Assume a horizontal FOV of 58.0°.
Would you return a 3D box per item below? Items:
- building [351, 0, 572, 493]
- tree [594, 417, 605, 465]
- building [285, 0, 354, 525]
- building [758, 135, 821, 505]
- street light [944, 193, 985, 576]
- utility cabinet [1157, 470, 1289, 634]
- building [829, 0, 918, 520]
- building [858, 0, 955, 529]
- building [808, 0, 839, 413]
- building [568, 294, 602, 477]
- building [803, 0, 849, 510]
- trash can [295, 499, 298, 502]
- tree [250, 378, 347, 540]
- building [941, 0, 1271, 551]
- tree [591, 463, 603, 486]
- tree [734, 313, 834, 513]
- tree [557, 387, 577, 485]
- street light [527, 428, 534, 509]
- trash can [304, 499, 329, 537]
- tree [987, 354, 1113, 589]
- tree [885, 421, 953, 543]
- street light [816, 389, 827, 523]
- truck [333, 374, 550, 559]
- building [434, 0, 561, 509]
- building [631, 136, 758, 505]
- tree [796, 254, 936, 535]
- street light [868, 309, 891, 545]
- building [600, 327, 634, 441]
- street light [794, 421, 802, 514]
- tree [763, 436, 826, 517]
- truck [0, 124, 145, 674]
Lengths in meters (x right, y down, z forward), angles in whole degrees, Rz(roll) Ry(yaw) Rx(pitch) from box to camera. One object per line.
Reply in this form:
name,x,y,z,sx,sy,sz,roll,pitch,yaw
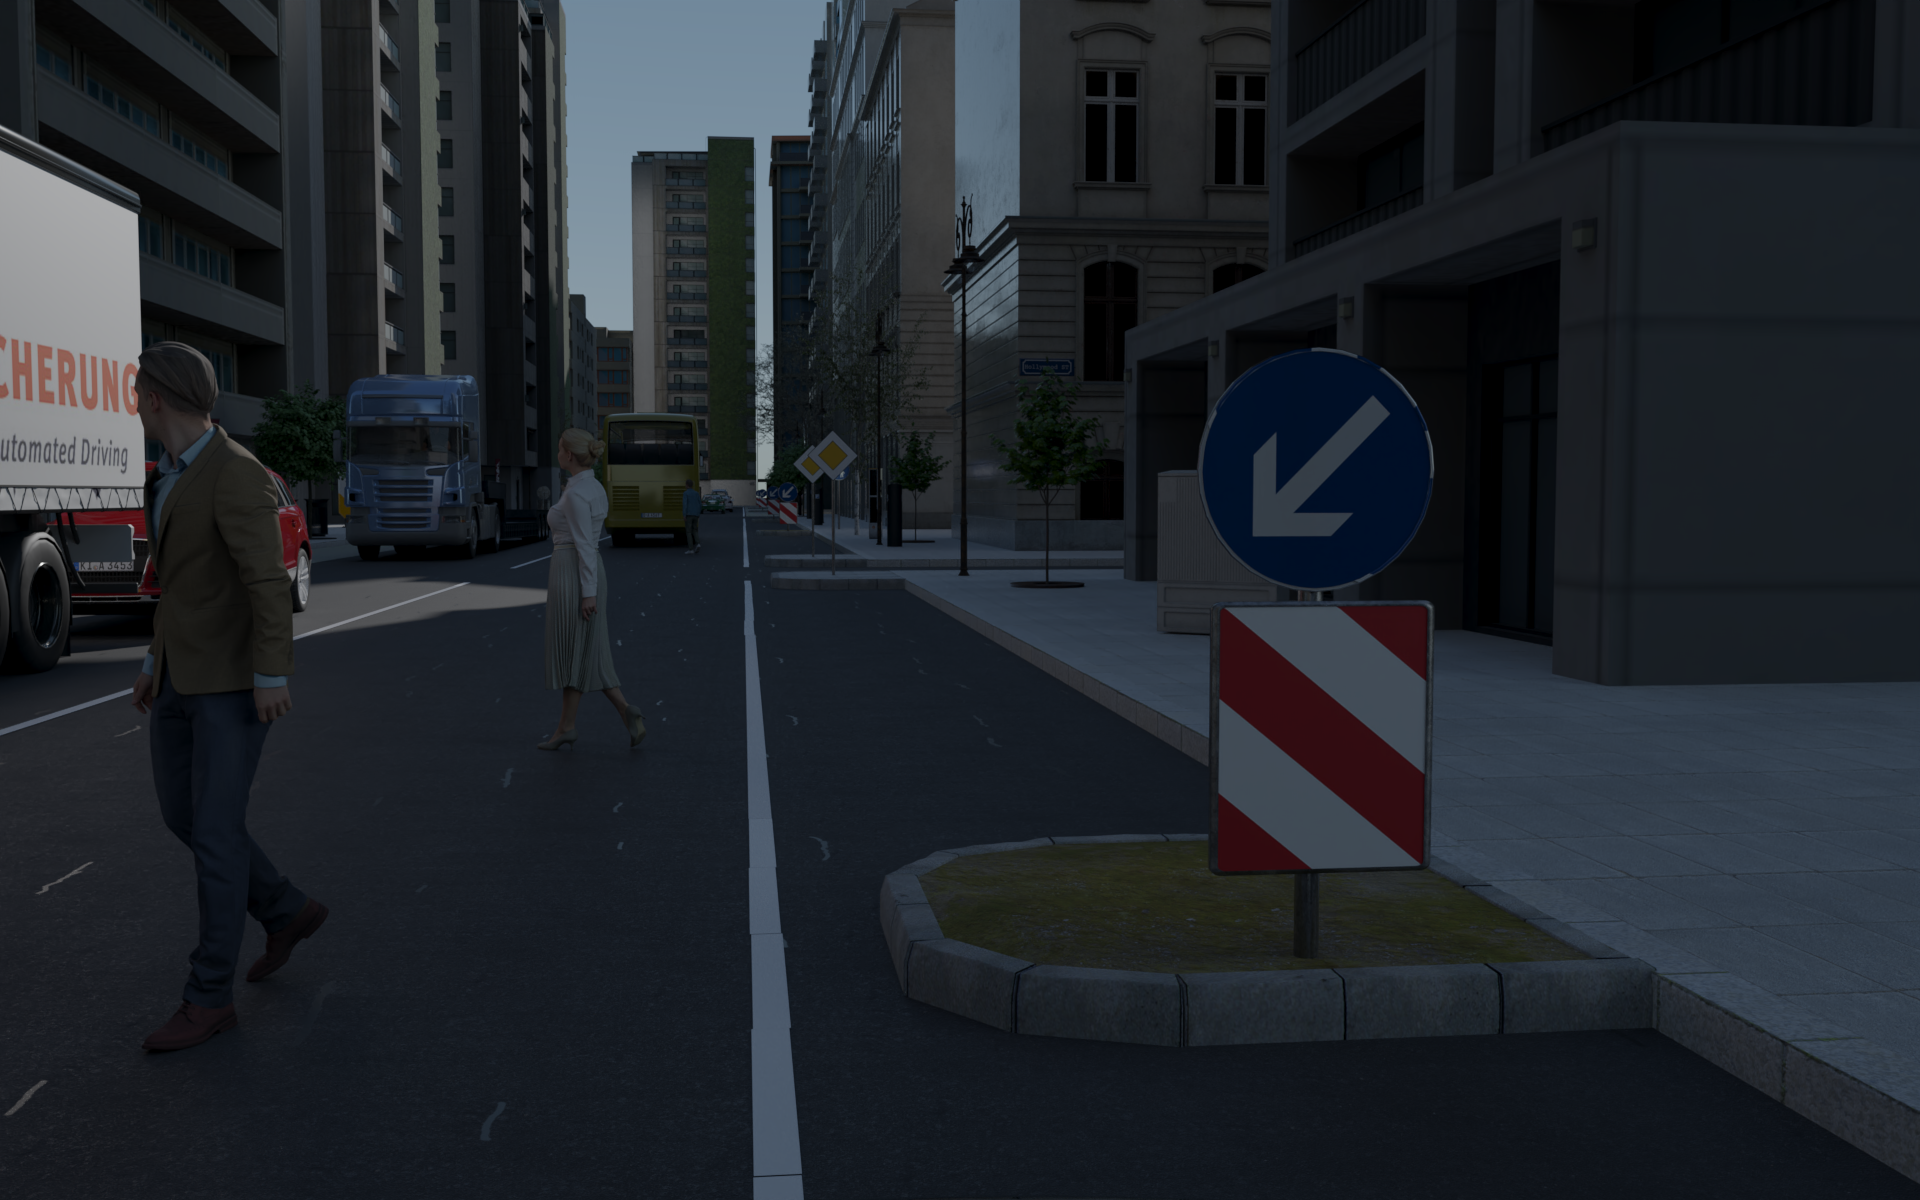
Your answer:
building,-38.917,-27.773,137.680,14.154,41.232,14.086,0,4,-7
tree,-33.045,-13.103,164.595,4.737,8.622,4.395,0,3,0
building,-31.113,-23.970,75.506,14.154,41.232,14.086,0,4,-7
building,-9.739,-33.752,206.470,28.867,44.769,22.147,0,4,-7
street light,0.061,-3.317,27.014,0.468,5.910,1.993,0,4,-7
utility cabinet,2.375,-0.428,15.683,1.173,1.500,0.318,2,4,33
building,-0.898,-19.478,95.964,11.434,29.767,29.804,0,4,-7
building,1.322,-13.606,71.603,9.793,20.994,18.267,0,4,-7
building,-3.396,-33.642,169.650,23.786,49.044,30.456,0,4,-7
building,-50.760,-19.683,166.857,28.899,21.520,27.650,0,4,-7
building,-0.892,-50.440,137.370,22.319,86.520,31.000,0,4,-7
trash can,-17.791,-2.075,45.585,0.748,1.137,0.748,0,3,0
tree,-18.446,-3.995,49.036,4.285,4.588,4.351,0,3,0
building,17.395,-13.841,45.393,34.723,24.649,14.460,0,4,-7
tree,-31.681,-10.500,155.382,4.285,4.588,4.351,0,3,0
tree,-10.078,-12.608,116.510,12.009,13.543,11.850,0,3,0
tree,-26.454,-9.880,111.897,4.360,8.622,3.978,0,3,0
street light,-24.736,-7.747,99.446,0.468,5.910,1.993,0,4,-7
trash can,-19.352,-2.476,52.137,0.748,1.137,0.748,0,3,0
tree,1.097,-1.789,23.852,1.663,3.219,1.824,0,3,0
tree,-1.241,-3.137,45.897,1.663,3.219,1.824,0,3,0
street light,-6.071,-6.331,76.307,0.468,5.910,1.993,0,4,-7
truck,-12.830,-3.372,44.889,2.967,4.110,18.799,0,4,-8
building,-30.805,-19.988,98.508,14.160,30.474,14.107,0,4,-7
building,-30.640,-31.623,200.633,14.086,41.232,14.154,0,4,-7
tree,-3.007,-6.347,54.136,4.360,8.622,3.978,0,3,0
street light,-2.032,-4.324,43.482,0.468,5.910,1.993,0,4,-7
building,-52.629,-21.946,203.856,28.899,21.520,27.650,0,4,-7
street light,-10.234,-8.338,109.117,0.468,5.910,1.993,0,4,-7
tree,-9.022,-7.035,98.733,4.285,4.588,4.351,0,3,0
truck,-8.068,-1.316,10.433,2.839,4.237,11.283,0,4,-7
